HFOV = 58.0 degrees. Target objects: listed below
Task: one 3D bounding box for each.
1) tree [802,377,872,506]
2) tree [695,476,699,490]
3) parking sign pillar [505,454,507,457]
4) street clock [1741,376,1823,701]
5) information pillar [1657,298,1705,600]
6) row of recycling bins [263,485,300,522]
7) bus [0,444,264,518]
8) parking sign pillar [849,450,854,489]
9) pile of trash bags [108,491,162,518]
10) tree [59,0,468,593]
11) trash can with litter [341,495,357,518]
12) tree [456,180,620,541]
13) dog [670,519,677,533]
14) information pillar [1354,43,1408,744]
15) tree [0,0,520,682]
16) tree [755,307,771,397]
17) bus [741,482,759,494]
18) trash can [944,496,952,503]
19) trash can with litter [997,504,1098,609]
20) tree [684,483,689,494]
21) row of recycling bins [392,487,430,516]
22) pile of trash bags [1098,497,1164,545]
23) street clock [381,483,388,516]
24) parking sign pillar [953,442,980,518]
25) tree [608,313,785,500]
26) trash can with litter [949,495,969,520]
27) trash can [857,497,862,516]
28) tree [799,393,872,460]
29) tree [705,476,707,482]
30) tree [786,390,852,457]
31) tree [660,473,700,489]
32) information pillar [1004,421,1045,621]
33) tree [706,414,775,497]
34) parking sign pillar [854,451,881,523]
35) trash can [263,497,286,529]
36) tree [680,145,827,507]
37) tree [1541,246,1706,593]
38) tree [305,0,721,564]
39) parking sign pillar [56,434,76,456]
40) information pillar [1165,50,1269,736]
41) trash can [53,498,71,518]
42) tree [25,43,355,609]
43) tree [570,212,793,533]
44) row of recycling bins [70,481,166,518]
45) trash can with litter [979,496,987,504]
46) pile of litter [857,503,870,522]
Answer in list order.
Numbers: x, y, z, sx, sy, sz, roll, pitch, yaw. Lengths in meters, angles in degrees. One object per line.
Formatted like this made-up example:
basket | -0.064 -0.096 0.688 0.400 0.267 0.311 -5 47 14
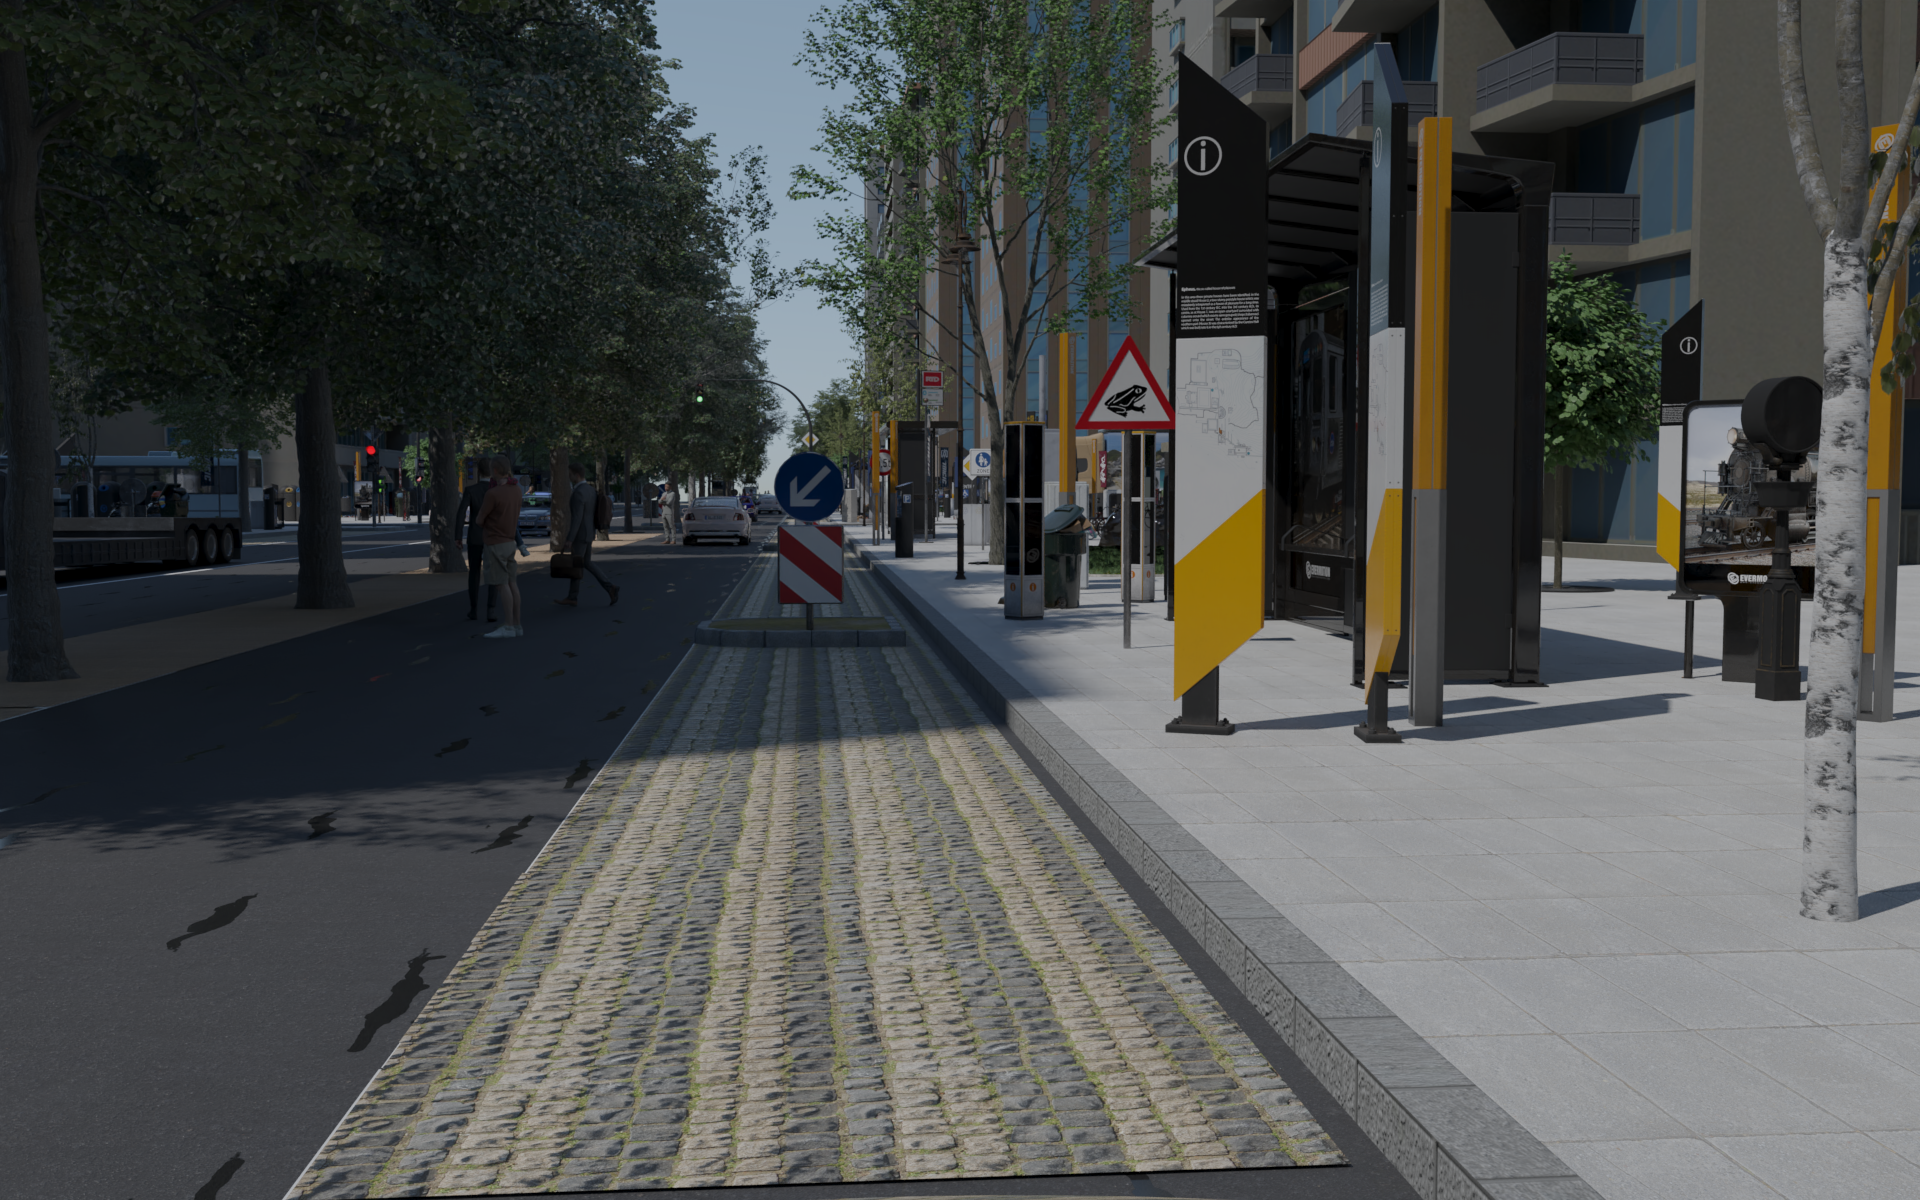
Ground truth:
tree | -11.437 -15.317 168.566 7.486 12.596 7.792 0 3 0
tree | -46.266 -21.578 303.162 4.737 8.622 4.395 0 3 0
parking sign pillar | -30.881 -7.924 118.024 1.447 3.967 1.447 -2 4 -24
street clock | 5.106 -0.378 10.757 0.471 2.002 0.358 -1 4 -12
information pillar | 8.740 -1.813 20.991 0.504 3.616 0.183 3 5 42
row of recycling bins | -33.845 -4.692 83.834 3.534 1.692 1.069 1 4 10
bus | -35.743 -4.653 70.940 13.247 3.499 2.948 0 4 -4
parking sign pillar | -6.180 -7.253 107.064 1.447 3.967 1.447 -1 4 -18
pile of trash bags | -25.046 -2.663 53.296 1.912 1.369 3.447 -1 4 -10
tree | -9.318 -7.457 31.033 9.857 13.997 8.962 0 3 0
trash can with litter | -33.146 -5.102 94.483 2.233 1.210 1.678 0 4 1
tree | -10.967 -7.593 52.354 9.928 11.665 9.643 0 3 0
dog | -10.696 -2.770 64.571 0.406 0.507 0.540 -3 4 -38
information pillar | 2.182 -1.072 8.879 0.183 3.616 0.504 0 4 2
tree | -6.945 -5.623 12.521 7.486 12.596 7.792 0 3 0
tree | -13.240 -10.452 79.998 9.857 13.997 8.962 0 3 0
bus | -35.919 -18.673 296.848 2.896 3.916 12.252 0 4 -5
trash can | -0.941 -7.566 135.361 0.748 1.137 0.748 0 3 0
trash can with litter | 0.972 -0.484 19.297 1.055 1.170 0.624 -3 5 -40
tree | -44.569 -17.623 282.730 1.663 3.219 1.824 0 3 0
row of recycling bins | -33.217 -5.988 105.019 1.069 1.692 3.534 1 4 12
pile of trash bags | 4.738 -2.009 42.593 1.912 1.369 3.447 2 4 26
street clock | -34.433 -6.049 103.474 0.358 2.002 0.471 2 4 33
parking sign pillar | 0.355 -6.210 90.000 1.447 3.967 1.447 2 4 24
tree | -15.510 -11.281 103.906 9.611 12.733 9.660 0 3 0
trash can with litter | 0.562 -4.648 87.054 2.233 1.210 1.678 0 4 -3
trash can | -5.137 -4.434 84.146 0.748 1.137 0.748 0 3 0
tree | -11.361 -13.705 158.487 7.601 10.594 8.767 0 4 6
tree | -45.667 -22.995 294.090 7.486 12.596 7.792 0 3 0
tree | -16.826 -18.797 213.992 9.857 13.997 8.962 0 3 0
tree | -43.710 -21.126 263.542 7.486 12.596 7.792 0 3 0
information pillar | 0.655 -0.806 17.669 0.304 2.012 0.304 -3 4 -36
tree | -18.688 -12.308 138.099 8.767 10.594 7.601 0 4 -5
parking sign pillar | -3.779 -5.418 77.053 1.447 3.967 1.447 -1 4 -10
trash can | -24.937 -3.145 63.072 0.748 1.137 0.748 0 3 0
tree | -13.228 -14.330 92.647 12.611 20.169 13.585 0 3 0
tree | 7.963 -2.410 23.120 4.285 4.588 4.351 0 3 0
tree | -9.753 -8.136 42.135 9.857 13.997 8.962 0 3 0
parking sign pillar | -39.698 -5.388 76.572 1.447 3.967 1.447 1 4 13
information pillar | 1.371 -1.091 9.193 0.504 3.616 0.183 1 4 21
trash can | -29.499 -2.758 56.744 0.748 1.137 0.748 0 3 0
tree | -7.939 -6.854 21.179 9.857 13.997 8.962 0 3 0
tree | -12.217 -9.202 63.277 12.009 13.543 11.850 0 3 0
row of recycling bins | -27.077 -2.987 55.948 3.534 1.692 1.069 1 4 11
trash can with litter | 1.413 -4.391 83.173 1.055 1.170 0.624 0 4 6
pile of litter | -4.528 -4.563 88.573 1.176 0.858 1.719 -1 4 -19
